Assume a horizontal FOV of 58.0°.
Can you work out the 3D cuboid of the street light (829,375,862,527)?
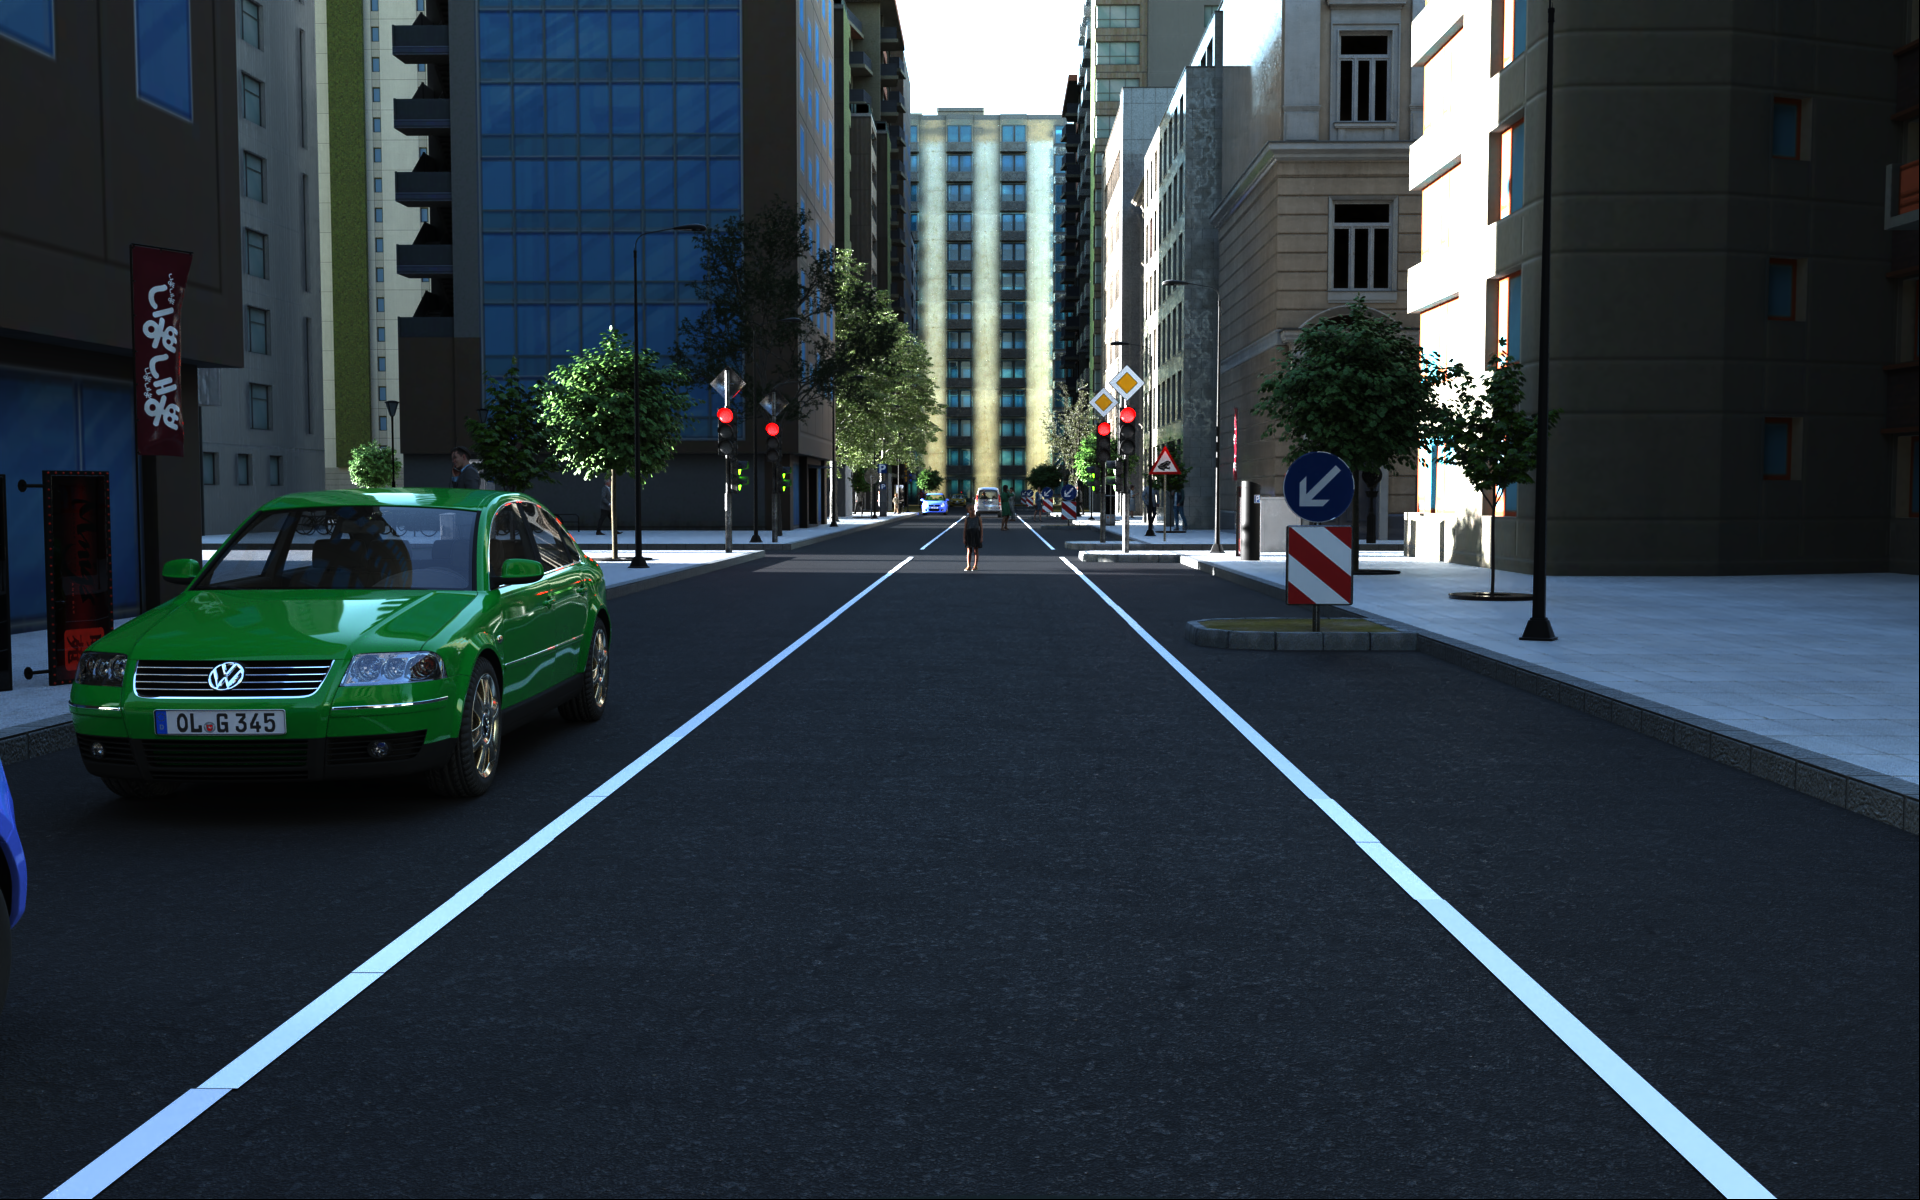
[{"bbox_3d":[-4.422,-5.834,67.928,1.470,5.913,1.316,0,4,1],"label":"street light"}]

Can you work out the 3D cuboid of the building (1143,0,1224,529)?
[{"bbox_3d":[13.380,-13.174,70.153,10.420,20.320,16.860,0,4,1],"label":"building"}]

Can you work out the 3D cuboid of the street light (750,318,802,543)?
[{"bbox_3d":[-4.873,-4.478,45.763,1.470,5.913,1.316,0,4,1],"label":"street light"}]

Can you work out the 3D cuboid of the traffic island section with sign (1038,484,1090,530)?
[{"bbox_3d":[4.303,-3.797,70.703,1.989,1.847,2.006,0,4,1],"label":"traffic island section with sign"}]

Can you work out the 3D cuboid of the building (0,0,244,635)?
[{"bbox_3d":[-15.116,-22.096,11.375,14.600,45.320,14.200,0,4,1],"label":"building"}]

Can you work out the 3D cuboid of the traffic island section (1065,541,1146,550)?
[{"bbox_3d":[3.801,-1.440,45.833,2.009,0.180,2.903,0,4,1],"label":"traffic island section"}]

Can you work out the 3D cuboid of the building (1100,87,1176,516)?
[{"bbox_3d":[15.635,-17.905,110.766,12.078,24.808,19.932,0,4,1],"label":"building"}]

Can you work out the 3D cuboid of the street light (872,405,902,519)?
[{"bbox_3d":[-3.904,-7.190,90.092,1.470,5.913,1.316,0,4,1],"label":"street light"}]

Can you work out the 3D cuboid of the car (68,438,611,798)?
[{"bbox_3d":[-3.137,-0.048,9.581,1.959,1.807,4.718,0,4,-1],"label":"car"}]

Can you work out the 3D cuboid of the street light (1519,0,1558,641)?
[{"bbox_3d":[4.558,-2.603,15.104,1.470,5.913,1.316,0,4,1],"label":"street light"}]

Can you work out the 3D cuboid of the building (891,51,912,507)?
[{"bbox_3d":[-12.123,-31.927,172.116,14.600,45.320,14.200,0,4,1],"label":"building"}]

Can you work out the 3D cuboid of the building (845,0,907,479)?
[{"bbox_3d":[-16.080,-30.330,150.520,22.147,44.769,28.867,0,4,1],"label":"building"}]

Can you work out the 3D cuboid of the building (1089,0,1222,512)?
[{"bbox_3d":[16.563,-27.182,128.019,14.154,41.232,14.086,0,4,1],"label":"building"}]

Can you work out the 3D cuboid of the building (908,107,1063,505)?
[{"bbox_3d":[0.051,-36.557,217.320,30.456,49.044,23.786,0,4,1],"label":"building"}]

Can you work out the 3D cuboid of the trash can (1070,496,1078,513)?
[{"bbox_3d":[6.791,-5.625,103.629,0.748,1.137,0.748,0,3,0],"label":"trash can"}]

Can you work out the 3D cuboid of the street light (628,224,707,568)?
[{"bbox_3d":[-5.047,-3.510,29.925,1.470,5.913,1.316,0,4,1],"label":"street light"}]

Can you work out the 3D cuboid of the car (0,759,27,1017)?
[{"bbox_3d":[-3.257,0.413,2.834,1.945,1.707,3.694,0,4,1],"label":"car"}]

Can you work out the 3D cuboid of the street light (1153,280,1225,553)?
[{"bbox_3d":[5.082,-3.985,37.694,1.470,5.913,1.316,0,4,1],"label":"street light"}]

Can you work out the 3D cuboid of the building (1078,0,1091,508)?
[{"bbox_3d":[21.613,-32.435,149.916,23.786,49.044,30.456,0,4,1],"label":"building"}]

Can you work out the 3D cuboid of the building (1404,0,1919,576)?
[{"bbox_3d":[22.771,-10.743,20.695,27.650,21.520,28.899,0,4,1],"label":"building"}]

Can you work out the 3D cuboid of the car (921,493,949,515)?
[{"bbox_3d":[-1.711,-6.687,118.925,1.945,1.707,3.694,0,4,1],"label":"car"}]

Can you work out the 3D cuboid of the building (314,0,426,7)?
[{"bbox_3d":[-61.357,-39.355,185.452,28.212,58.520,21.231,0,4,1],"label":"building"}]

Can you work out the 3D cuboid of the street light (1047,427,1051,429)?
[{"bbox_3d":[6.660,-9.025,120.095,1.470,5.913,1.316,0,4,1],"label":"street light"}]

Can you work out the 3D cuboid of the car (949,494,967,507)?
[{"bbox_3d":[-0.232,-11.045,190.807,2.015,1.641,3.980,0,4,2],"label":"car"}]

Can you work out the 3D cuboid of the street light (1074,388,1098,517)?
[{"bbox_3d":[5.857,-6.313,75.763,1.470,5.913,1.316,0,4,1],"label":"street light"}]

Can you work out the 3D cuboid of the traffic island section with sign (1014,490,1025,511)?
[{"bbox_3d":[5.809,-8.498,147.567,1.989,1.847,2.006,0,4,1],"label":"traffic island section with sign"}]

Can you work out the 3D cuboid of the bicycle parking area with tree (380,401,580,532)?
[{"bbox_3d":[-16.870,-4.212,55.862,9.016,4.147,8.231,2,4,29],"label":"bicycle parking area with tree"}]

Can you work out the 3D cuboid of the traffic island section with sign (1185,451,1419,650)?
[{"bbox_3d":[3.235,-0.502,16.836,1.989,1.847,2.006,0,4,1],"label":"traffic island section with sign"}]

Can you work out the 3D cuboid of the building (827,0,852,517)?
[{"bbox_3d":[-13.537,-19.780,95.099,14.160,30.474,14.107,0,4,1],"label":"building"}]

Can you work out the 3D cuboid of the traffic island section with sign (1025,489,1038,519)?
[{"bbox_3d":[4.840,-5.496,98.481,1.989,1.847,2.006,0,4,1],"label":"traffic island section with sign"}]

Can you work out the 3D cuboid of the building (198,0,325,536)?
[{"bbox_3d":[-30.163,-22.742,55.435,14.086,41.232,14.154,0,4,1],"label":"building"}]

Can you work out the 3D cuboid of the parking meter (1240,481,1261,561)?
[{"bbox_3d":[5.618,-1.534,33.500,0.372,1.533,0.369,0,3,0],"label":"parking meter"}]

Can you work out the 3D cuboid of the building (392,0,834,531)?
[{"bbox_3d":[-12.386,-25.458,66.352,14.600,45.320,14.200,0,4,1],"label":"building"}]

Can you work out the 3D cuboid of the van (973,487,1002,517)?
[{"bbox_3d":[1.796,-6.139,107.381,2.013,2.044,4.112,0,4,2],"label":"van"}]

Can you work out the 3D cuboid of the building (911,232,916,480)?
[{"bbox_3d":[-11.876,-25.500,188.631,14.107,30.474,14.160,0,4,1],"label":"building"}]

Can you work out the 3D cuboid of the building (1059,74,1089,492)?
[{"bbox_3d":[21.669,-32.118,179.754,22.147,44.769,28.867,0,4,1],"label":"building"}]

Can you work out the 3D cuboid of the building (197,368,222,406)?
[{"bbox_3d":[-20.437,-15.607,26.874,14.107,30.474,14.160,0,4,1],"label":"building"}]

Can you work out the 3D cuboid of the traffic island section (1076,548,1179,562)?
[{"bbox_3d":[3.645,-0.952,37.849,2.009,0.180,2.903,0,4,1],"label":"traffic island section"}]

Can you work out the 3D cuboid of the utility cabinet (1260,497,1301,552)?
[{"bbox_3d":[7.015,-1.658,38.276,1.020,1.237,0.306,-1,4,-17],"label":"utility cabinet"}]

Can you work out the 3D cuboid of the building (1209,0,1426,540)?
[{"bbox_3d":[18.548,-16.368,53.524,20.117,28.700,13.634,0,4,1],"label":"building"}]

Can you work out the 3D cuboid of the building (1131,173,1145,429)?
[{"bbox_3d":[15.452,-15.508,89.719,11.583,22.565,21.152,0,4,1],"label":"building"}]

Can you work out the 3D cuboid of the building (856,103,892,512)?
[{"bbox_3d":[-12.501,-21.819,128.438,14.160,30.474,14.107,0,4,1],"label":"building"}]

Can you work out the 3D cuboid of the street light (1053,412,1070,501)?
[{"bbox_3d":[6.185,-7.669,97.931,1.470,5.913,1.316,0,4,1],"label":"street light"}]

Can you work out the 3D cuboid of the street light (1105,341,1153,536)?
[{"bbox_3d":[5.277,-4.910,52.817,1.470,5.913,1.316,0,4,1],"label":"street light"}]
